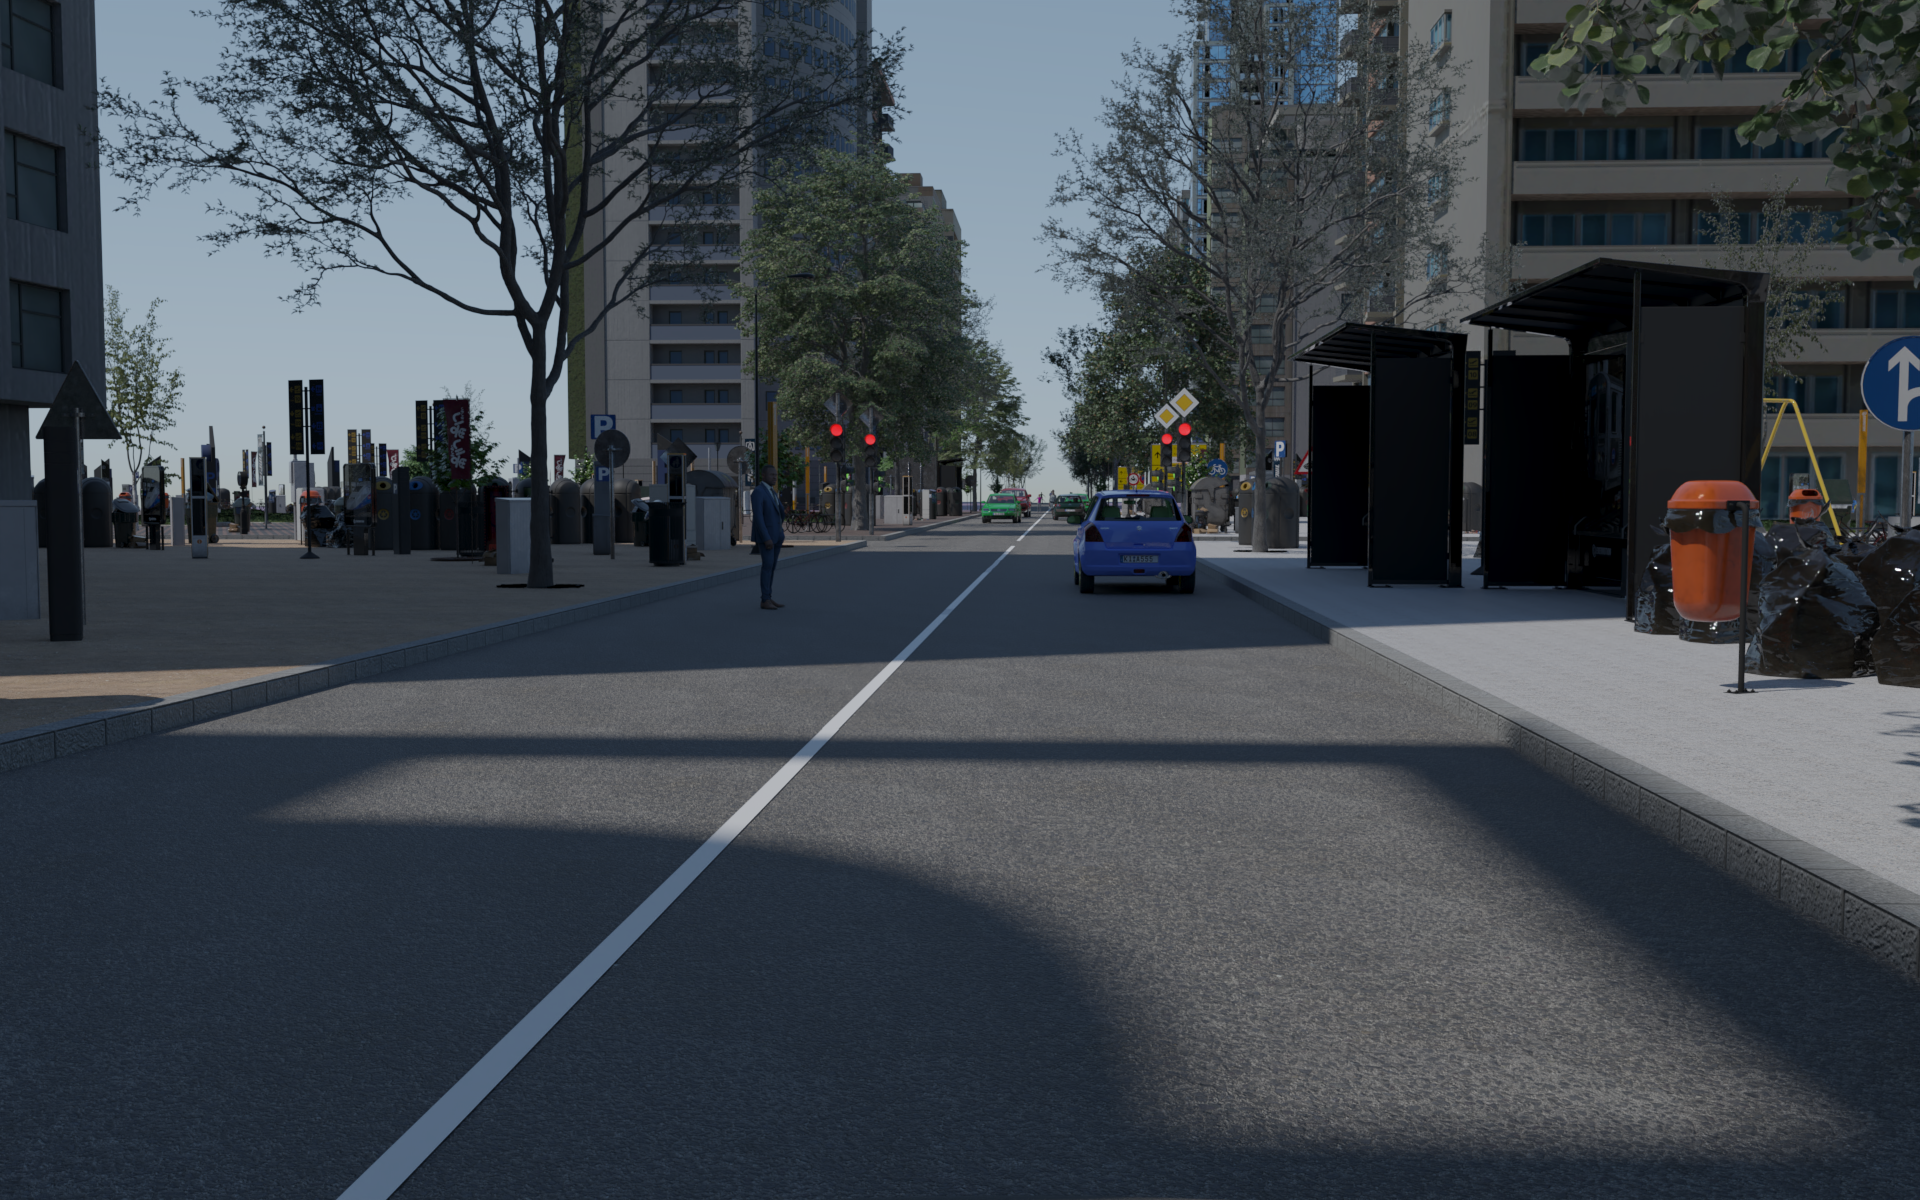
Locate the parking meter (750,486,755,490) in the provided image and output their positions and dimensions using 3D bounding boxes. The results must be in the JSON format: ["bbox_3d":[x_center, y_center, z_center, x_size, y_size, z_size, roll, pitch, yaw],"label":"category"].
[{"bbox_3d":[-15.397,-7.523,128.709,0.399,1.863,0.255,1,4,14],"label":"parking meter"}]

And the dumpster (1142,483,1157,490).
[{"bbox_3d":[9.666,-4.909,86.021,1.264,1.857,1.865,0,4,3],"label":"dumpster"}]

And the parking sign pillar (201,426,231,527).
[{"bbox_3d":[-29.353,-4.847,67.727,1.447,3.967,1.447,-2,4,-26],"label":"parking sign pillar"}]

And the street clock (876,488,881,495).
[{"bbox_3d":[-4.952,-6.171,105.462,0.358,2.002,0.471,1,4,20],"label":"street clock"}]

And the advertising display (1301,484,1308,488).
[{"bbox_3d":[22.867,-6.689,114.572,0.974,1.923,0.123,-1,4,-23],"label":"advertising display"}]

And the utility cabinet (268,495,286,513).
[{"bbox_3d":[-43.712,-6.098,110.869,1.020,1.237,0.306,-1,4,-12],"label":"utility cabinet"}]

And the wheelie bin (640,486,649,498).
[{"bbox_3d":[-12.557,-3.734,68.959,0.980,1.594,0.693,-1,4,-16],"label":"wheelie bin"}]

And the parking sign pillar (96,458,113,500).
[{"bbox_3d":[-64.978,-8.741,131.393,1.447,3.967,1.447,1,4,11],"label":"parking sign pillar"}]

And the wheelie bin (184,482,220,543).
[{"bbox_3d":[-19.707,-2.269,45.008,0.980,1.594,0.693,2,4,32],"label":"wheelie bin"}]

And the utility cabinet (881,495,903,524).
[{"bbox_3d":[-2.761,-3.884,74.661,1.020,1.237,0.306,2,4,24],"label":"utility cabinet"}]

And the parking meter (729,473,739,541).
[{"bbox_3d":[-6.156,-2.539,47.222,0.255,1.863,0.399,0,4,0],"label":"parking meter"}]

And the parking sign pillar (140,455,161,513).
[{"bbox_3d":[-56.041,-8.044,119.991,1.447,3.967,1.447,3,5,45],"label":"parking sign pillar"}]

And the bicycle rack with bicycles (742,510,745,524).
[{"bbox_3d":[-7.753,-3.678,73.521,2.852,0.926,2.925,3,4,36],"label":"bicycle rack with bicycles"}]

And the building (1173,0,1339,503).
[{"bbox_3d":[40.448,-56.664,239.129,22.319,86.520,31.000,0,4,3],"label":"building"}]

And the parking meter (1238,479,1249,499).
[{"bbox_3d":[11.104,-3.796,67.768,0.399,1.863,0.255,0,4,-4],"label":"parking meter"}]

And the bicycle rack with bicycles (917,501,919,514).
[{"bbox_3d":[-1.876,-5.757,107.507,2.852,0.926,2.925,1,4,9],"label":"bicycle rack with bicycles"}]

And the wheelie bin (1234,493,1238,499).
[{"bbox_3d":[15.457,-5.354,95.438,0.693,1.594,0.980,1,4,9],"label":"wheelie bin"}]

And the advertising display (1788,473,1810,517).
[{"bbox_3d":[26.104,-2.978,53.899,0.974,1.923,0.123,-2,4,-35],"label":"advertising display"}]

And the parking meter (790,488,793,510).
[{"bbox_3d":[-12.060,-7.193,123.311,0.255,1.863,0.399,3,5,40],"label":"parking meter"}]

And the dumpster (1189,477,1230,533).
[{"bbox_3d":[8.384,-3.199,58.054,1.264,1.857,1.865,0,4,3],"label":"dumpster"}]

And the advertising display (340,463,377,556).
[{"bbox_3d":[-12.549,-1.897,36.232,0.974,1.923,0.123,2,4,35],"label":"advertising display"}]

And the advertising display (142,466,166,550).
[{"bbox_3d":[-18.485,-2.111,39.723,0.974,1.923,0.123,3,5,43],"label":"advertising display"}]

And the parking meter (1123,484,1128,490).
[{"bbox_3d":[10.017,-6.012,104.014,0.399,1.863,0.255,0,4,-2],"label":"parking meter"}]

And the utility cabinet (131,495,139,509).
[{"bbox_3d":[-59.598,-6.951,124.812,0.306,1.237,1.020,0,4,4],"label":"utility cabinet"}]

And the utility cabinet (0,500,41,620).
[{"bbox_3d":[-9.946,-0.394,17.603,1.020,1.237,0.306,-2,4,-31],"label":"utility cabinet"}]

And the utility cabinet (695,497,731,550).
[{"bbox_3d":[-5.690,-1.755,39.851,0.306,1.237,1.020,2,4,29],"label":"utility cabinet"}]

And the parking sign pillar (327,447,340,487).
[{"bbox_3d":[-35.805,-6.759,98.989,1.447,3.967,1.447,-2,4,-31],"label":"parking sign pillar"}]

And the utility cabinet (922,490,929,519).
[{"bbox_3d":[-1.561,-4.908,88.929,0.318,1.500,1.173,-1,4,-23],"label":"utility cabinet"}]

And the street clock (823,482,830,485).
[{"bbox_3d":[-7.973,-6.022,103.030,0.471,2.002,0.358,-3,4,-36],"label":"street clock"}]

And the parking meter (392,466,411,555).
[{"bbox_3d":[-11.890,-1.905,36.855,0.255,1.863,0.399,-3,5,-40],"label":"parking meter"}]

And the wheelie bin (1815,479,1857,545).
[{"bbox_3d":[18.363,-1.754,36.586,0.980,1.594,0.693,0,4,6],"label":"wheelie bin"}]

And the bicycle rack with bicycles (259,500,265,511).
[{"bbox_3d":[-52.608,-7.229,131.583,2.925,0.926,2.852,-2,4,-35],"label":"bicycle rack with bicycles"}]

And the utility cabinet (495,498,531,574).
[{"bbox_3d":[-7.124,-1.043,28.217,0.306,1.237,1.020,1,4,23],"label":"utility cabinet"}]

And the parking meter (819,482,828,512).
[{"bbox_3d":[-6.564,-4.757,83.483,0.399,1.863,0.255,-3,5,-42],"label":"parking meter"}]

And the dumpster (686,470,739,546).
[{"bbox_3d":[-6.143,-2.217,42.012,1.264,1.857,1.865,0,4,3],"label":"dumpster"}]

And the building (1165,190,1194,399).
[{"bbox_3d":[43.235,-39.837,270.941,23.786,49.044,30.456,0,4,3],"label":"building"}]

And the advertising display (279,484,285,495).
[{"bbox_3d":[-44.246,-6.595,113.041,0.123,1.923,0.974,-3,4,-37],"label":"advertising display"}]

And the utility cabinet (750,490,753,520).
[{"bbox_3d":[-9.632,-4.604,83.951,0.318,1.500,1.173,3,5,40],"label":"utility cabinet"}]

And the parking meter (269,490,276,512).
[{"bbox_3d":[-38.371,-5.399,96.680,0.372,1.533,0.369,0,3,0],"label":"parking meter"}]

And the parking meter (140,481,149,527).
[{"bbox_3d":[-31.970,-3.813,68.047,0.255,1.863,0.399,1,4,18],"label":"parking meter"}]

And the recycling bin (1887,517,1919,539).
[{"bbox_3d":[10.833,-0.408,19.221,0.722,1.027,0.722,-1,4,-16],"label":"recycling bin"}]

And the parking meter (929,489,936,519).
[{"bbox_3d":[-1.384,-4.848,87.681,0.372,1.533,0.369,0,3,0],"label":"parking meter"}]

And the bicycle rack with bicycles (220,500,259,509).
[{"bbox_3d":[-48.631,-6.196,114.688,2.852,0.926,2.925,3,5,44],"label":"bicycle rack with bicycles"}]

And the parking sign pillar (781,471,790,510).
[{"bbox_3d":[-9.186,-6.014,86.800,1.447,3.967,1.447,-3,4,-36],"label":"parking sign pillar"}]

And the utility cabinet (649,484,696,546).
[{"bbox_3d":[-6.397,-1.829,38.583,1.173,1.500,0.318,3,4,37],"label":"utility cabinet"}]

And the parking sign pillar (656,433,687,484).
[{"bbox_3d":[-12.721,-5.381,76.456,1.447,3.967,1.447,0,4,2],"label":"parking sign pillar"}]

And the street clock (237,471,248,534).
[{"bbox_3d":[-22.765,-3.085,55.007,0.358,2.002,0.471,-3,4,-37],"label":"street clock"}]

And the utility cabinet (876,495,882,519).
[{"bbox_3d":[-4.206,-4.853,90.511,0.306,1.237,1.020,0,4,8],"label":"utility cabinet"}]

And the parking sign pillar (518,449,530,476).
[{"bbox_3d":[-25.906,-7.093,104.439,1.447,3.967,1.447,-2,4,-31],"label":"parking sign pillar"}]

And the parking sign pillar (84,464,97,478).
[{"bbox_3d":[-57.201,-7.562,112.107,1.447,3.967,1.447,0,4,3],"label":"parking sign pillar"}]

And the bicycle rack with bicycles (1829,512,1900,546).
[{"bbox_3d":[17.889,-1.230,33.486,2.925,0.926,2.852,-1,4,-12],"label":"bicycle rack with bicycles"}]

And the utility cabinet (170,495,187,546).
[{"bbox_3d":[-19.543,-1.964,43.270,0.306,1.237,1.020,-2,4,-27],"label":"utility cabinet"}]

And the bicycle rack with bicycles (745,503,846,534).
[{"bbox_3d":[-5.080,-2.709,57.679,2.925,0.926,2.852,-3,4,-36],"label":"bicycle rack with bicycles"}]

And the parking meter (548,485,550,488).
[{"bbox_3d":[-27.303,-6.660,114.598,0.255,1.863,0.399,-3,5,-41],"label":"parking meter"}]

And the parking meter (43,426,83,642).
[{"bbox_3d":[-7.870,-0.581,15.204,0.255,1.863,0.399,-2,4,-25],"label":"parking meter"}]
